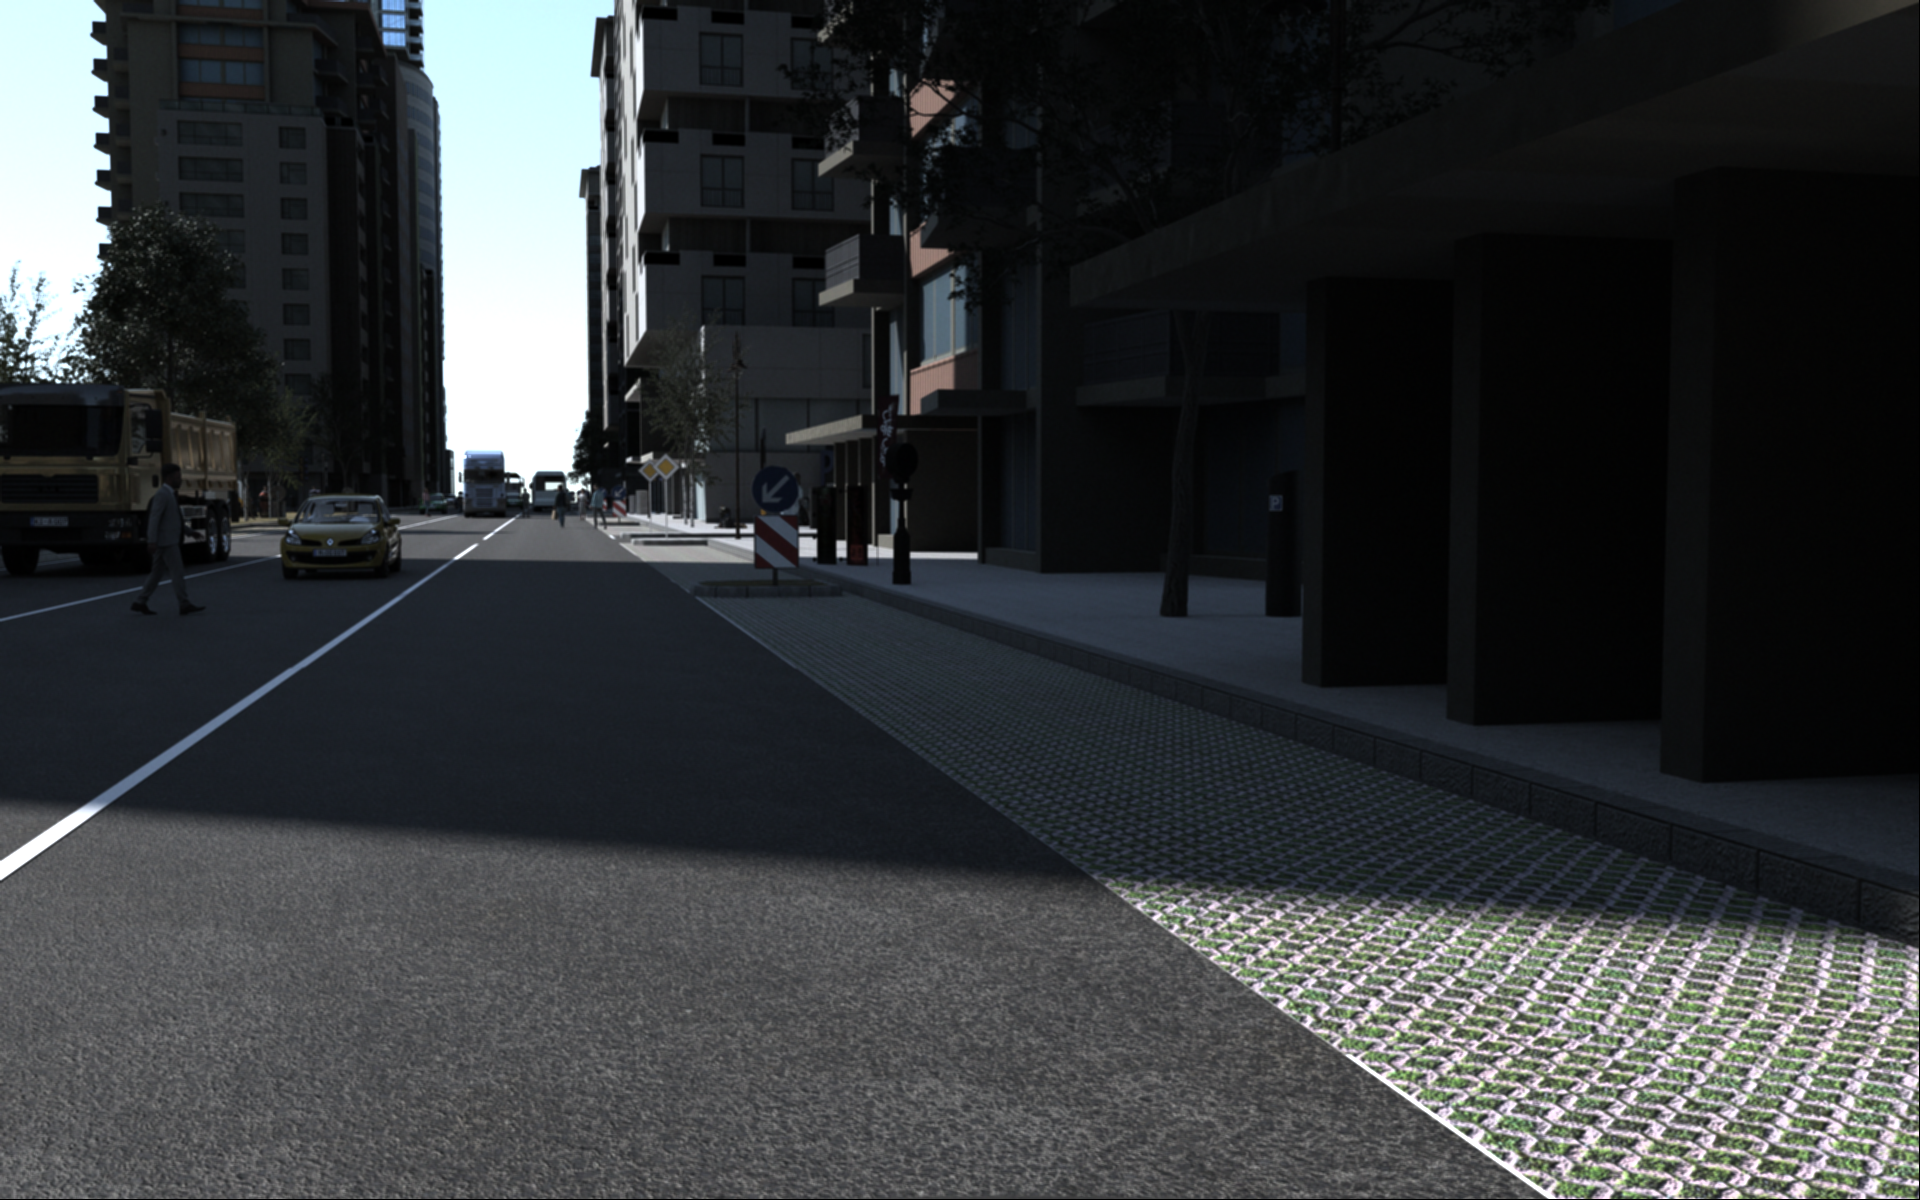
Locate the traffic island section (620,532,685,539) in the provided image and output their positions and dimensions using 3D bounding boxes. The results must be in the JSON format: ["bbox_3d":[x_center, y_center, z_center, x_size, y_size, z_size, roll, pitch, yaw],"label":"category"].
[{"bbox_3d":[-10.141,-2.126,57.039,2.009,0.180,2.903,-1,4,-13],"label":"traffic island section"}]

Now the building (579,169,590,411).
[{"bbox_3d":[-45.319,-41.939,274.945,28.713,52.752,27.495,-1,4,-13],"label":"building"}]

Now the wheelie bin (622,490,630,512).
[{"bbox_3d":[-23.920,-7.070,123.501,0.980,1.594,0.693,-3,4,-38],"label":"wheelie bin"}]

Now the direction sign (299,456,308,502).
[{"bbox_3d":[-39.079,-6.798,103.137,0.379,3.537,0.876,1,4,12],"label":"direction sign"}]

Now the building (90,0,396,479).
[{"bbox_3d":[-61.771,-30.351,150.856,22.147,44.769,28.867,-1,4,-13],"label":"building"}]

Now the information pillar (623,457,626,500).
[{"bbox_3d":[-21.511,-7.323,111.078,0.183,3.616,0.504,0,4,-5],"label":"information pillar"}]

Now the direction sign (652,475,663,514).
[{"bbox_3d":[-19.420,-7.290,111.180,0.876,3.537,0.379,2,4,32],"label":"direction sign"}]

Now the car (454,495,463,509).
[{"bbox_3d":[-48.839,-9.661,170.544,1.945,1.354,3.894,-1,4,-15],"label":"car"}]

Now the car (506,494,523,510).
[{"bbox_3d":[-41.635,-9.331,161.362,1.959,1.807,4.718,-1,4,-15],"label":"car"}]

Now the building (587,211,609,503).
[{"bbox_3d":[-47.027,-34.815,252.821,14.154,41.232,14.086,-1,4,-13],"label":"building"}]

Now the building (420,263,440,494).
[{"bbox_3d":[-71.888,-26.964,212.565,14.160,30.474,14.107,-1,4,-13],"label":"building"}]

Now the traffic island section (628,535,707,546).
[{"bbox_3d":[-8.299,-1.651,49.269,2.009,0.180,2.903,-1,4,-13],"label":"traffic island section"}]

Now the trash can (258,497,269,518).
[{"bbox_3d":[-37.834,-5.052,94.257,0.748,1.137,0.748,0,3,0],"label":"trash can"}]

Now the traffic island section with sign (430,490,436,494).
[{"bbox_3d":[-53.594,-10.260,176.383,1.989,1.847,2.006,-1,4,-13],"label":"traffic island section with sign"}]

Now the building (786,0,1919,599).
[{"bbox_3d":[8.747,-23.378,36.862,22.147,44.769,28.867,-1,4,-13],"label":"building"}]

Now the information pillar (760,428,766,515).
[{"bbox_3d":[-6.916,-4.256,60.940,0.183,3.616,0.504,0,4,6],"label":"information pillar"}]

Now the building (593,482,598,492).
[{"bbox_3d":[-33.877,-33.300,236.333,32.217,40.220,23.993,-1,4,-13],"label":"building"}]

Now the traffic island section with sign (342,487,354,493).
[{"bbox_3d":[-35.848,-5.681,101.505,1.989,1.847,2.006,-1,4,-13],"label":"traffic island section with sign"}]

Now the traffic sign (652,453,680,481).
[{"bbox_3d":[-8.320,-2.874,49.181,0.795,2.593,0.064,-1,4,-13],"label":"traffic sign"}]

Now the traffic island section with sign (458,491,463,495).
[{"bbox_3d":[-66.604,-13.618,231.274,1.989,1.847,2.006,-1,4,-13],"label":"traffic island section with sign"}]

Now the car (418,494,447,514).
[{"bbox_3d":[-37.691,-7.042,123.934,1.959,1.807,4.718,-1,4,-14],"label":"car"}]

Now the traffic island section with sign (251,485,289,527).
[{"bbox_3d":[-29.627,-4.076,75.275,1.989,1.847,2.006,-1,4,-13],"label":"traffic island section with sign"}]

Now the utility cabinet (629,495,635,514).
[{"bbox_3d":[-20.815,-6.039,109.906,0.306,1.237,1.020,0,4,-5],"label":"utility cabinet"}]

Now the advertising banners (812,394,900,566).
[{"bbox_3d":[-1.871,-2.135,31.099,2.074,3.025,0.090,3,5,39],"label":"advertising banners"}]

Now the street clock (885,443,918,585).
[{"bbox_3d":[-0.828,-1.224,24.577,0.358,2.002,0.471,3,5,40],"label":"street clock"}]

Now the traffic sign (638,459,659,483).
[{"bbox_3d":[-10.162,-3.349,56.951,0.795,2.593,0.064,-1,4,-13],"label":"traffic sign"}]

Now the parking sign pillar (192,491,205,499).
[{"bbox_3d":[-33.723,-5.333,75.664,1.447,3.967,1.447,0,4,3],"label":"parking sign pillar"}]

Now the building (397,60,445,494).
[{"bbox_3d":[-80.957,-42.157,231.271,21.231,58.520,28.212,-1,4,-13],"label":"building"}]

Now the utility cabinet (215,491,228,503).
[{"bbox_3d":[-48.126,-6.344,112.400,0.318,1.500,1.173,3,4,37],"label":"utility cabinet"}]

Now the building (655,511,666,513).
[{"bbox_3d":[-11.011,-41.743,120.751,20.563,71.187,20.611,-1,4,-13],"label":"building"}]

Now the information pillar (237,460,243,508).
[{"bbox_3d":[-45.007,-7.145,108.170,0.504,3.616,0.183,1,4,21],"label":"information pillar"}]

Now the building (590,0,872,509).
[{"bbox_3d":[-25.823,-36.905,192.635,28.713,52.752,27.495,-1,4,-13],"label":"building"}]

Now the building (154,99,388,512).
[{"bbox_3d":[-51.721,-22.005,131.477,14.160,30.474,14.107,-1,4,-13],"label":"building"}]

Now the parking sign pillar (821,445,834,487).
[{"bbox_3d":[-5.591,-5.350,75.947,1.447,3.967,1.447,-3,4,-37],"label":"parking sign pillar"}]

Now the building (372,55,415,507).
[{"bbox_3d":[-62.542,-31.965,172.743,14.600,45.320,14.200,-1,4,-13],"label":"building"}]

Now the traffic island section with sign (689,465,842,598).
[{"bbox_3d":[-2.834,-0.984,24.724,1.989,1.847,2.006,-1,4,-13],"label":"traffic island section with sign"}]

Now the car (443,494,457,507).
[{"bbox_3d":[-58.819,-11.465,199.449,2.014,1.417,4.499,-1,4,-12],"label":"car"}]

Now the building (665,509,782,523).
[{"bbox_3d":[-3.527,-30.640,90.205,28.713,52.752,27.495,-1,4,-13],"label":"building"}]

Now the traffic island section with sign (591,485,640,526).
[{"bbox_3d":[-15.619,-4.284,78.678,1.989,1.847,2.006,-1,4,-13],"label":"traffic island section with sign"}]

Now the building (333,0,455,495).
[{"bbox_3d":[-87.845,-57.928,259.796,22.319,86.520,31.000,-1,4,-13],"label":"building"}]

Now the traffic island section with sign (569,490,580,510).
[{"bbox_3d":[-33.363,-8.864,153.561,1.989,1.847,2.006,-1,4,-13],"label":"traffic island section with sign"}]

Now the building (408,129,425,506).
[{"bbox_3d":[-65.915,-30.781,186.861,14.154,41.232,14.086,-1,4,-13],"label":"building"}]

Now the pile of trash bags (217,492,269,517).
[{"bbox_3d":[-39.879,-5.304,96.472,1.912,1.369,3.447,2,4,27],"label":"pile of trash bags"}]

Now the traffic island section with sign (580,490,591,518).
[{"bbox_3d":[-21.942,-5.918,105.388,1.989,1.847,2.006,-1,4,-13],"label":"traffic island section with sign"}]

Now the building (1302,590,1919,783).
[{"bbox_3d":[14.572,-21.150,0.424,22.147,44.769,28.867,-1,4,-13],"label":"building"}]

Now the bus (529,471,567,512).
[{"bbox_3d":[-34.232,-9.122,144.004,2.948,3.499,13.247,-1,4,-15],"label":"bus"}]

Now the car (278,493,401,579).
[{"bbox_3d":[-10.912,-1.249,30.653,2.015,1.641,3.980,-1,4,-13],"label":"car"}]

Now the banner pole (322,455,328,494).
[{"bbox_3d":[-40.315,-7.342,110.063,0.401,3.779,0.863,0,4,2],"label":"banner pole"}]

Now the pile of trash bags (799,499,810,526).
[{"bbox_3d":[-5.419,-3.687,70.027,1.912,1.369,3.447,2,4,29],"label":"pile of trash bags"}]

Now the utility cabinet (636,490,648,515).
[{"bbox_3d":[-19.502,-5.976,106.381,0.318,1.500,1.173,1,4,16],"label":"utility cabinet"}]

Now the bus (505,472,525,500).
[{"bbox_3d":[-50.977,-12.548,196.714,2.896,3.916,12.252,-1,4,-12],"label":"bus"}]

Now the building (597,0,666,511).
[{"bbox_3d":[-24.677,-44.575,167.049,20.563,71.187,20.611,-1,4,-13],"label":"building"}]

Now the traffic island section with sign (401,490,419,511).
[{"bbox_3d":[-47.222,-8.620,149.572,1.989,1.847,2.006,-1,4,-13],"label":"traffic island section with sign"}]
